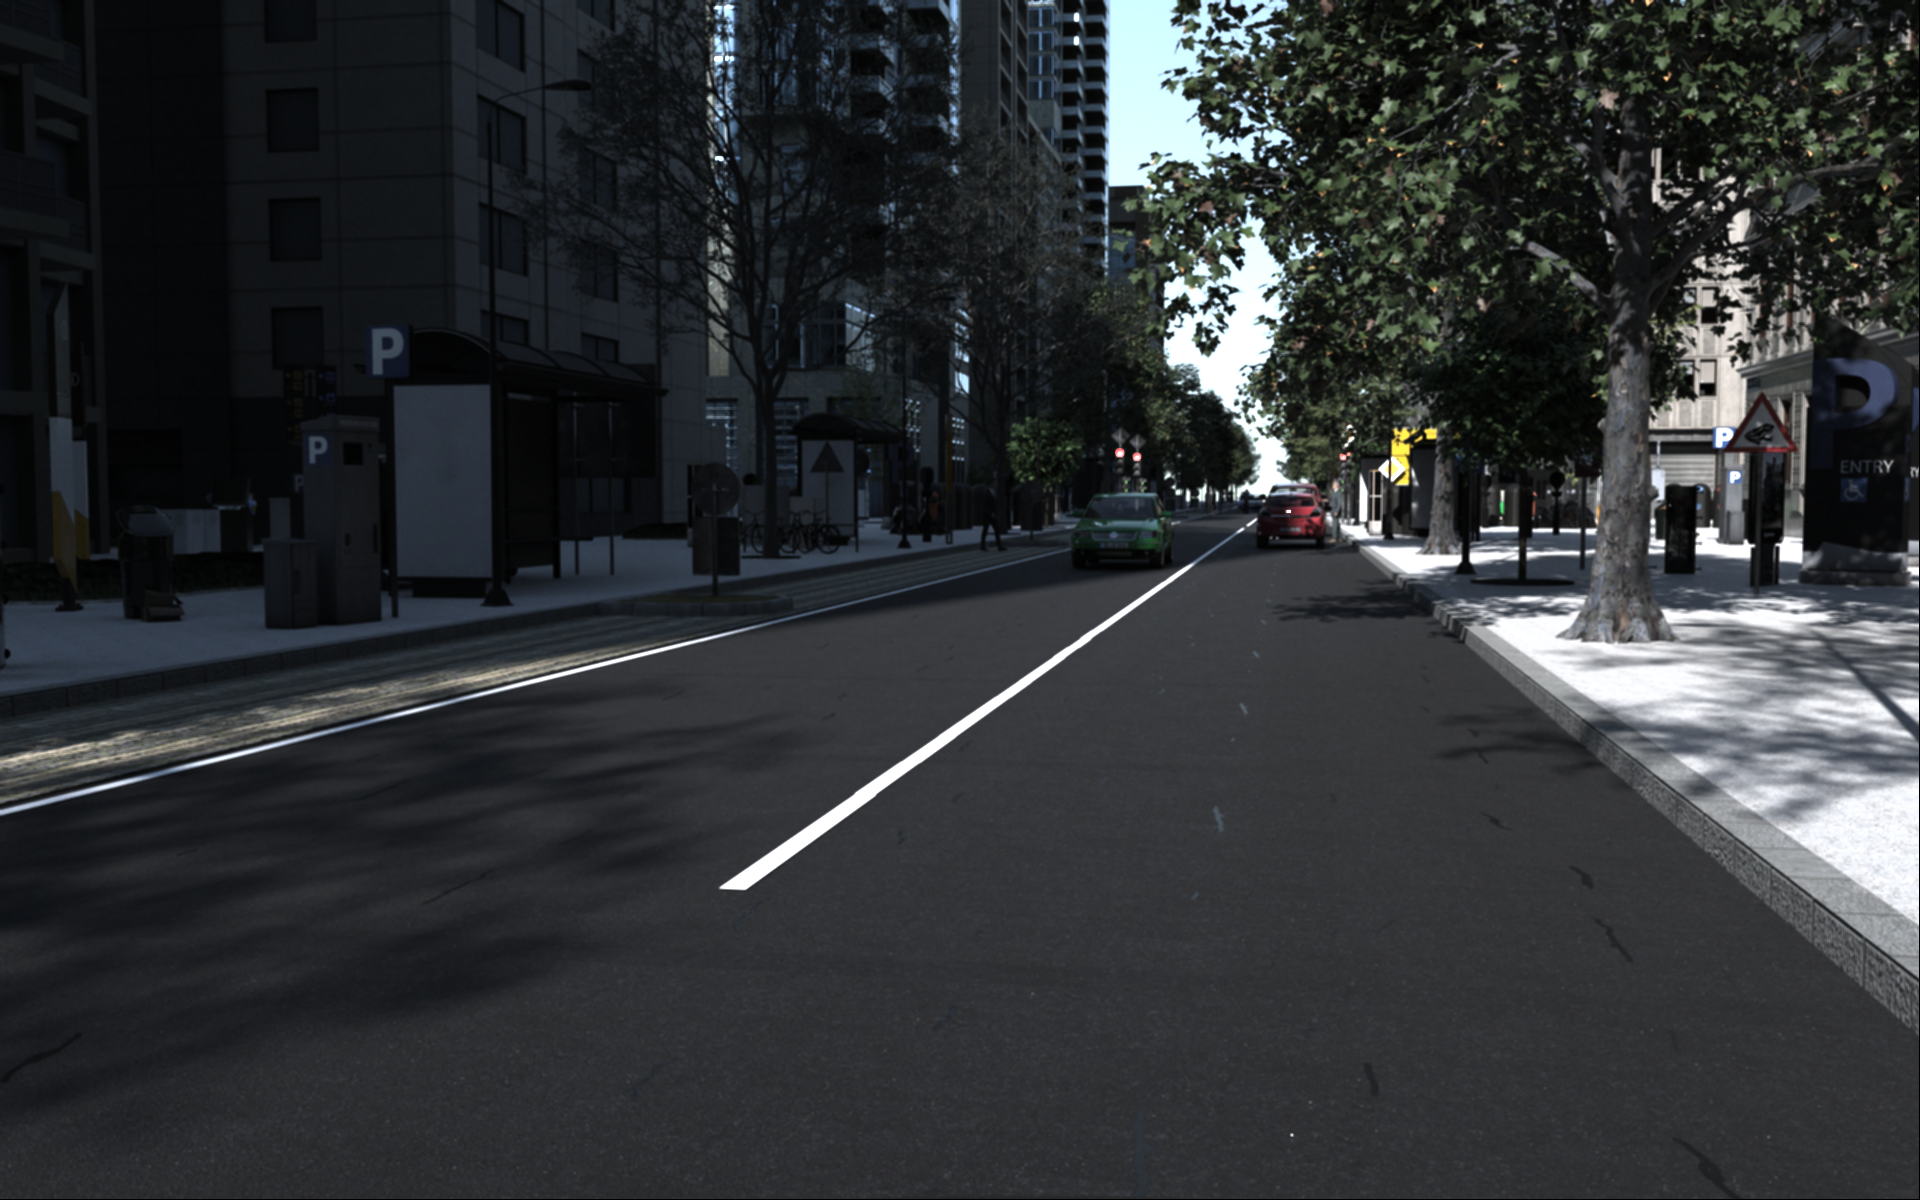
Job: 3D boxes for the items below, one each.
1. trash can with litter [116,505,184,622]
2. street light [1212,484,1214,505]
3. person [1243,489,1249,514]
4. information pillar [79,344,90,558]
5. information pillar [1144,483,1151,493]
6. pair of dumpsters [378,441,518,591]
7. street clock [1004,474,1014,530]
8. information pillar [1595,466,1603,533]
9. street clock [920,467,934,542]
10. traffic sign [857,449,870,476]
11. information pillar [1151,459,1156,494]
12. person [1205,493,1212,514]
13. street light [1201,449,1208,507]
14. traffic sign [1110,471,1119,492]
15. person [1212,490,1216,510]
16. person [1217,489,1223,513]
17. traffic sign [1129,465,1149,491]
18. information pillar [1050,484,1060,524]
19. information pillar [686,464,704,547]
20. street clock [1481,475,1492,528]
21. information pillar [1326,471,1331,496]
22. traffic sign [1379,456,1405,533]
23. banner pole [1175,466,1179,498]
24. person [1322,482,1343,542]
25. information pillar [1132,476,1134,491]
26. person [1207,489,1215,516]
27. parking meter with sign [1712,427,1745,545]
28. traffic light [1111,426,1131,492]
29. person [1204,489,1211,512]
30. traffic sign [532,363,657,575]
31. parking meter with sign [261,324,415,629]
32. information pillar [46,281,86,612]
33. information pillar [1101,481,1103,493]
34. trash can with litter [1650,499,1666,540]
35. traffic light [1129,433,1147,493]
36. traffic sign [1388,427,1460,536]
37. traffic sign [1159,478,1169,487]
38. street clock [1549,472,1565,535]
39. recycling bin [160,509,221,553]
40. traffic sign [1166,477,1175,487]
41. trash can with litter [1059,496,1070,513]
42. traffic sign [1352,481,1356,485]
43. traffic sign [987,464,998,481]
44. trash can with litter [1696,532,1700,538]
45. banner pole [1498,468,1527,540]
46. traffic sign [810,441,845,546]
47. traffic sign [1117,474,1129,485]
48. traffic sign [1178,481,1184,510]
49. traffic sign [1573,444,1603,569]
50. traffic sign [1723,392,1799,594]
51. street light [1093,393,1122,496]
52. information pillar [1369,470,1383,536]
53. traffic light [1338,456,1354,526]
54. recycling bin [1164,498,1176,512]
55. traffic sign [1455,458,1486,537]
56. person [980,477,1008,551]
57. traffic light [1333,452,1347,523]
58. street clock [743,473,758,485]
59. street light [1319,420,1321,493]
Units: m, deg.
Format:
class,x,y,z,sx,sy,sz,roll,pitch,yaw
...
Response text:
class,x,y,z,sx,sy,sz,roll,pitch,yaw
trash can with litter,-8.224,-0.390,17.765,0.624,1.170,1.055,-3,5,-41
street light,25.203,-12.460,176.262,1.470,5.913,1.316,1,4,11
person,21.092,-7.282,127.745,0.473,1.802,0.592,2,4,32
information pillar,-13.893,-2.185,27.082,0.504,3.616,0.183,0,4,-2
information pillar,11.913,-6.460,110.115,0.304,2.012,0.304,3,5,41
pair of dumpsters,-7.750,-1.370,24.888,1.574,2.255,4.437,1,4,11
street clock,1.720,-3.515,62.034,0.358,2.002,0.471,3,4,39
information pillar,21.138,-4.009,56.905,0.504,3.616,0.183,-2,4,-34
street clock,-0.883,-2.557,46.382,0.358,2.002,0.471,-1,4,-21
traffic sign,-2.923,-2.993,49.034,0.768,2.556,0.104,1,4,15
information pillar,12.370,-7.314,110.936,0.183,3.616,0.504,-2,4,-31
person,18.109,-7.046,126.303,0.503,1.515,0.523,0,4,-6
street light,21.179,-11.153,154.886,1.470,5.913,1.316,1,4,11
traffic sign,8.726,-5.960,97.547,0.768,2.556,0.104,1,4,14
person,23.519,-9.282,160.291,0.705,1.821,1.348,0,4,3
person,19.301,-7.344,128.591,0.388,1.821,0.555,-2,4,-24
traffic sign,12.365,-7.929,123.513,2.265,3.308,0.079,1,4,20
information pillar,4.012,-4.205,73.252,0.304,2.012,0.304,2,4,29
information pillar,-6.422,-2.296,42.039,0.304,2.012,0.304,-3,5,-39
street clock,19.791,-3.707,65.181,0.358,2.002,0.471,3,5,42
information pillar,31.277,-9.522,147.042,0.183,3.616,0.504,-3,5,-40
traffic sign,13.048,-3.132,52.389,0.795,2.450,0.064,1,4,12
banner pole,17.294,-9.075,138.392,0.401,3.779,0.863,-1,4,-15
person,11.083,-2.614,51.417,0.590,1.801,0.661,0,4,-1
information pillar,11.502,-7.578,115.248,0.183,3.616,0.504,1,4,11
person,16.494,-6.422,113.769,0.573,1.790,0.520,1,4,12
parking meter with sign,19.779,-2.948,44.453,0.543,3.016,1.738,1,4,10
traffic light,6.655,-5.063,71.693,0.839,4.253,0.868,1,4,11
person,18.942,-7.585,132.496,0.713,1.824,0.794,-1,4,-12
traffic sign,-5.801,-2.051,27.401,2.265,3.308,0.079,1,4,20
parking meter with sign,-6.159,-1.278,17.163,0.543,3.016,1.738,1,4,20
information pillar,-9.791,-1.684,18.880,0.183,3.616,0.504,-1,4,-10
information pillar,8.091,-5.694,97.585,0.304,2.012,0.304,0,4,-7
trash can with litter,19.568,-2.284,48.734,1.055,1.170,0.624,1,4,23
traffic light,8.160,-5.542,79.536,0.839,4.253,0.868,1,4,11
traffic sign,14.109,-3.578,52.373,2.265,3.308,0.079,1,4,14
traffic sign,14.722,-7.692,125.763,0.884,2.594,0.081,1,4,14
street clock,18.785,-3.055,54.522,0.471,2.002,0.358,1,4,15
recycling bin,-12.752,-0.984,28.635,0.722,1.027,0.722,1,4,22
traffic sign,15.572,-7.854,128.524,0.768,2.556,0.104,1,4,16
trash can with litter,7.174,-6.713,120.817,1.678,1.210,2.233,-2,4,-33
traffic sign,22.418,-6.097,99.688,0.884,2.594,0.081,1,4,14
traffic sign,1.498,-4.487,73.468,0.768,2.556,0.104,1,4,17
trash can with litter,21.104,-2.408,50.750,1.055,1.170,0.624,-1,4,-20
banner pole,15.411,-3.564,48.284,0.863,3.779,0.401,3,4,36
traffic sign,-3.263,-2.601,42.536,0.884,2.594,0.081,1,4,14
traffic sign,9.141,-5.927,97.019,0.768,2.556,0.104,1,4,14
traffic sign,17.857,-8.477,140.729,0.606,2.300,0.079,1,4,17
traffic sign,10.606,-1.794,29.439,0.768,2.556,0.104,1,4,16
traffic sign,10.242,-1.357,22.199,0.884,2.594,0.081,1,4,16
street light,6.741,-6.563,79.839,1.470,5.913,1.316,1,4,11
information pillar,12.769,-2.980,53.208,0.304,2.012,0.304,-1,4,-11
traffic light,15.705,-4.958,69.979,0.839,4.253,0.868,1,4,11
recycling bin,15.307,-6.985,126.762,0.722,1.027,0.722,3,5,41
traffic sign,13.421,-2.783,45.600,0.768,2.556,0.104,1,4,13
person,0.832,-2.142,43.300,0.755,1.850,0.659,3,4,38
traffic light,17.210,-5.437,77.821,0.839,4.253,0.868,1,4,11
street clock,-7.370,-3.444,60.881,0.471,2.002,0.358,-2,4,-29
street light,18.985,-7.050,87.804,1.470,5.913,1.316,1,4,11
